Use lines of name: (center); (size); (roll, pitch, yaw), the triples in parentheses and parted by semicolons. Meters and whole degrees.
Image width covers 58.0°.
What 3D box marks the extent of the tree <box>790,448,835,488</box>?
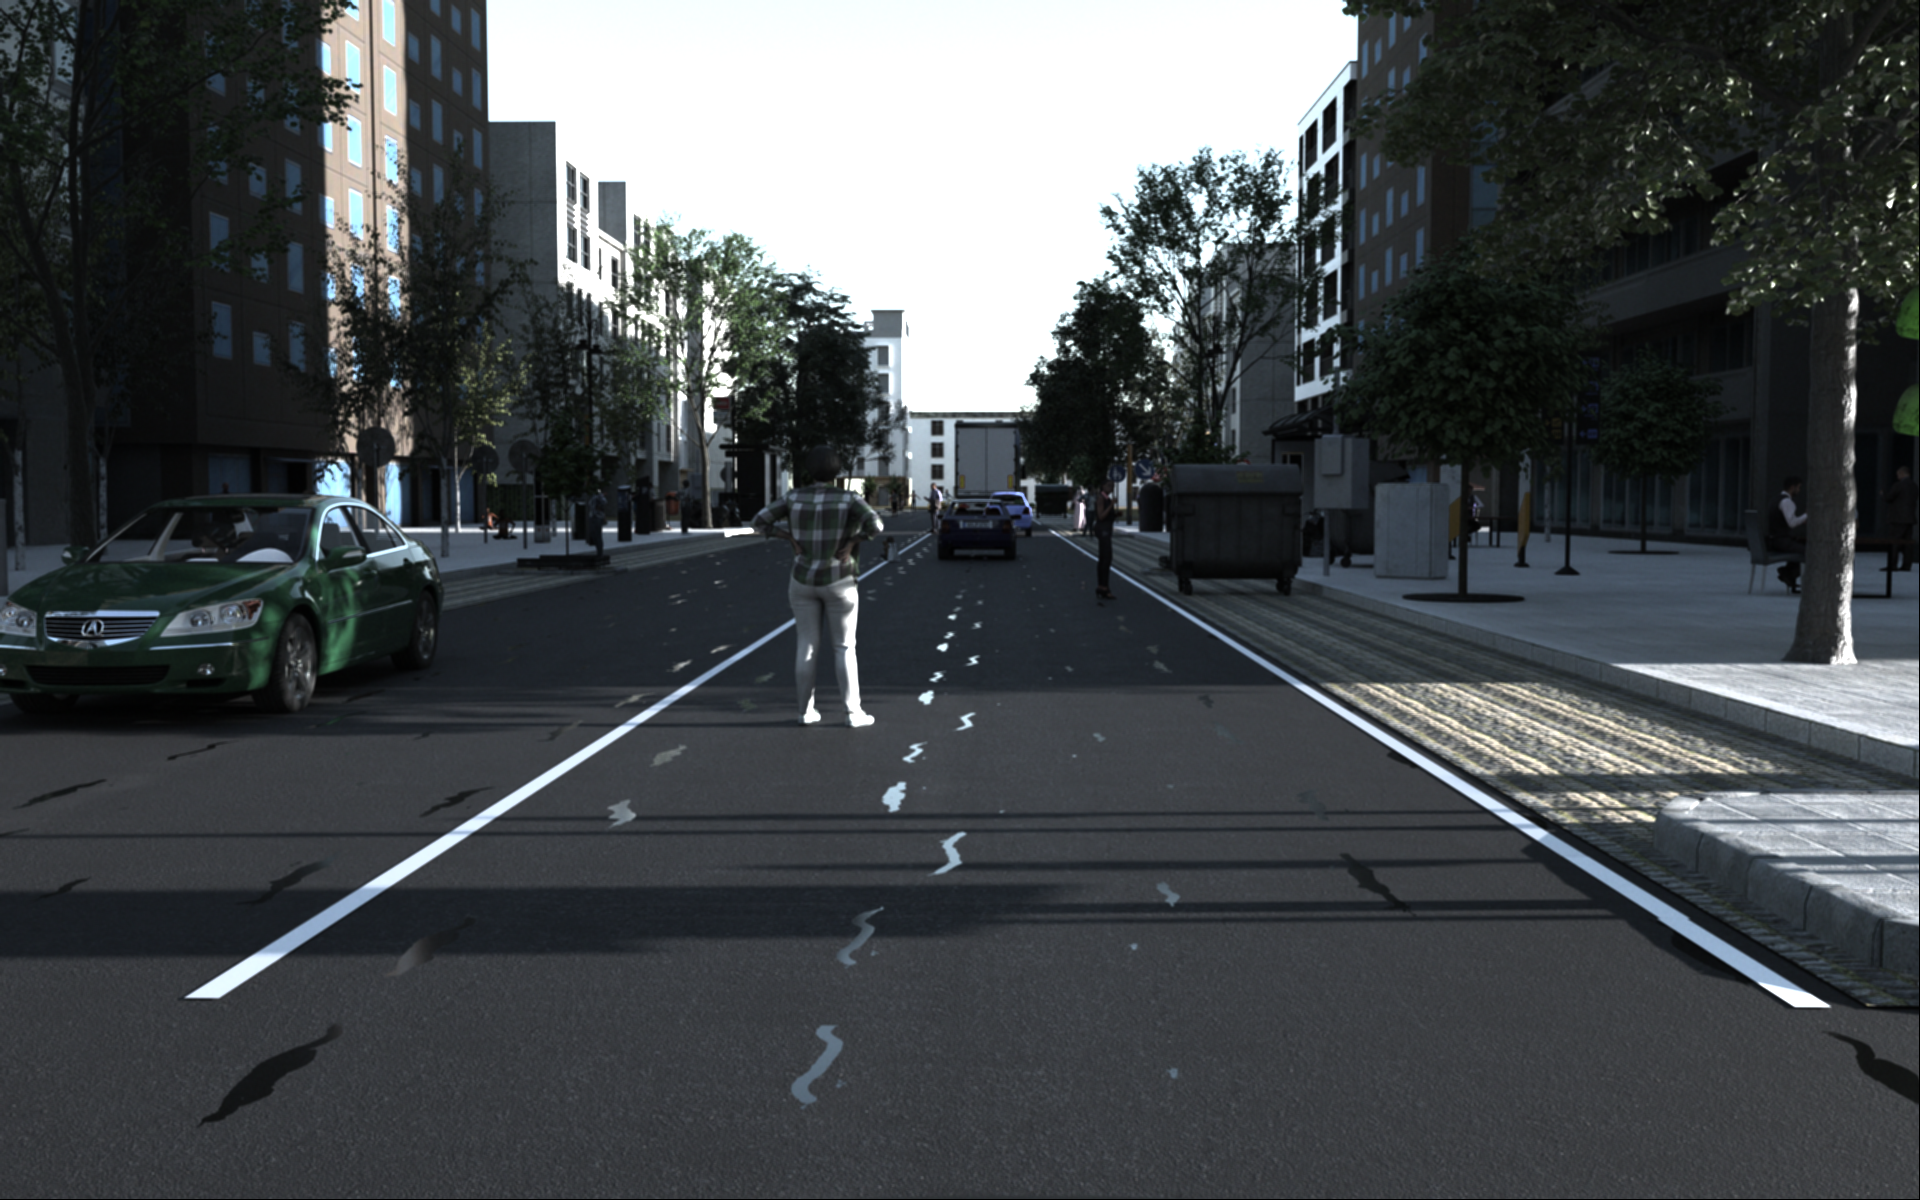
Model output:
tree: (-9.083, -7.629, 108.447); (4.285, 4.588, 4.351); (0, 3, 0)

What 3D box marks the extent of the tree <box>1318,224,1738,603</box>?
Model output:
tree: (6.204, -2.278, 20.965); (4.285, 4.588, 4.351); (0, 3, 0)

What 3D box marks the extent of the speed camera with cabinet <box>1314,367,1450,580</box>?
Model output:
speed camera with cabinet: (6.481, -1.976, 26.636); (2.038, 3.252, 0.660); (3, 5, 43)

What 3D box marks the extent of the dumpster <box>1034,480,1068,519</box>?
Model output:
dumpster: (5.339, -5.889, 101.240); (1.985, 2.255, 1.502); (0, 4, 1)

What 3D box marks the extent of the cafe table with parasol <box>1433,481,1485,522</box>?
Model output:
cafe table with parasol: (17.757, -3.524, 62.476); (2.610, 1.966, 2.610); (0, 4, -5)

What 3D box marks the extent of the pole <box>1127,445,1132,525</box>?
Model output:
pole: (7.009, -4.755, 71.591); (0.158, 3.312, 0.155); (0, 3, 0)

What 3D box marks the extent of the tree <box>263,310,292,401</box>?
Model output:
tree: (-17.704, -6.108, 50.227); (4.360, 8.622, 3.978); (0, 3, 0)

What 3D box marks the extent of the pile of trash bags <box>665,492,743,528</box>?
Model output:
pile of trash bags: (-10.077, -3.515, 67.220); (3.447, 1.369, 1.912); (2, 4, 31)

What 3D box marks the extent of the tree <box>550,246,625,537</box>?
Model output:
tree: (-12.235, -6.229, 52.201); (4.360, 8.622, 3.978); (0, 3, 0)

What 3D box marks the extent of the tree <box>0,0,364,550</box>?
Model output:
tree: (-11.024, -5.847, 21.347); (9.928, 11.665, 9.643); (0, 3, 0)

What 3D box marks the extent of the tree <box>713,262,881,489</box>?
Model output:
tree: (-8.926, -11.446, 93.799); (9.857, 13.997, 8.962); (0, 3, 0)

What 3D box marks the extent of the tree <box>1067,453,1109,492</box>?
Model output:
tree: (9.300, -8.617, 124.608); (4.285, 4.588, 4.351); (0, 3, 0)

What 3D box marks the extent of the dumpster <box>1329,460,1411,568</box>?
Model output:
dumpster: (7.227, -1.527, 30.730); (1.264, 1.857, 1.865); (0, 4, 1)

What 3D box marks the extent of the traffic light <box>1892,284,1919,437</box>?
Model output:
traffic light: (3.730, -1.043, 5.970); (0.839, 4.253, 0.868); (0, 4, 1)

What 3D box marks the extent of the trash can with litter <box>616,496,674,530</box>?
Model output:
trash can with litter: (-11.127, -3.082, 61.446); (2.233, 1.210, 1.678); (-1, 4, -21)

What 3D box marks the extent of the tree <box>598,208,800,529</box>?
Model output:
tree: (-9.486, -8.439, 63.736); (9.928, 11.665, 9.643); (0, 3, 0)

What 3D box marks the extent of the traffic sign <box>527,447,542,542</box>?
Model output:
traffic sign: (-11.346, -2.822, 46.239); (0.768, 2.556, 0.104); (1, 4, 8)

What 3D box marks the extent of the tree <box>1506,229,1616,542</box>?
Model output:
tree: (15.482, -5.851, 46.025); (4.737, 8.622, 4.395); (0, 3, 0)

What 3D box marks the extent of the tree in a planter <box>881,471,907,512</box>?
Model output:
tree in a planter: (-5.164, -8.468, 135.676); (1.991, 3.239, 1.994); (0, 4, 1)

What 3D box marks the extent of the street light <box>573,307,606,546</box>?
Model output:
street light: (-9.153, -4.290, 42.932); (0.468, 5.910, 1.993); (0, 4, 1)

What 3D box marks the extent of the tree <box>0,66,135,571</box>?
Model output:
tree: (-16.017, -4.796, 28.777); (4.737, 8.622, 4.395); (0, 3, 0)

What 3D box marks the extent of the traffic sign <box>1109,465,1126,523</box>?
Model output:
traffic sign: (6.911, -4.646, 76.075); (0.768, 2.556, 0.104); (0, 4, 7)

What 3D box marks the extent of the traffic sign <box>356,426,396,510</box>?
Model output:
traffic sign: (-11.009, -1.990, 32.647); (0.768, 2.556, 0.104); (0, 4, 5)

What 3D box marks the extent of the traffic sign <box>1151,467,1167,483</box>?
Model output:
traffic sign: (8.252, -4.401, 72.066); (0.768, 2.556, 0.104); (1, 4, 10)

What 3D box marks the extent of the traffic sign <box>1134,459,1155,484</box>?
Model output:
traffic sign: (6.685, -3.823, 62.614); (0.768, 2.556, 0.104); (0, 4, 8)

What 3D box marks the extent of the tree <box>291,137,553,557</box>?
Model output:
tree: (-10.733, -5.177, 35.001); (4.360, 8.622, 3.978); (0, 3, 0)

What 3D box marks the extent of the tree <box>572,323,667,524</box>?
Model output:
tree: (-14.231, -7.534, 73.537); (4.737, 8.622, 4.395); (0, 3, 0)

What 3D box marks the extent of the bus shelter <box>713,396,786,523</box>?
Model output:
bus shelter: (-9.015, -5.889, 73.913); (2.179, 5.291, 8.768); (0, 4, 1)

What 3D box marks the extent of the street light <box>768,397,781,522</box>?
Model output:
street light: (-8.528, -6.521, 79.413); (0.468, 5.910, 1.993); (0, 4, 1)

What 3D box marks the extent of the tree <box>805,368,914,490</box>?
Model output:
tree: (-7.550, -11.314, 119.391); (7.601, 10.594, 8.767); (3, 4, 36)

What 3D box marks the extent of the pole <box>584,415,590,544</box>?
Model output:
pole: (-9.560, -3.105, 44.605); (0.158, 3.312, 0.155); (0, 3, 0)

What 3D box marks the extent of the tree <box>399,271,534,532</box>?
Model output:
tree: (-16.636, -6.572, 57.813); (4.737, 8.622, 4.395); (0, 3, 0)

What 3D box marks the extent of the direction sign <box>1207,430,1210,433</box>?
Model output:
direction sign: (8.688, -4.165, 60.093); (0.379, 3.537, 0.876); (2, 4, 35)

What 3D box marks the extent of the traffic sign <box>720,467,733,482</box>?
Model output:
traffic sign: (-10.612, -4.849, 79.384); (0.768, 2.556, 0.104); (0, 4, 4)

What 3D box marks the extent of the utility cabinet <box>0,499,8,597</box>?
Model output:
utility cabinet: (-12.511, -0.648, 21.752); (1.020, 1.237, 0.306); (1, 4, 12)

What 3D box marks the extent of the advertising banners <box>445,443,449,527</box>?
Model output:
advertising banners: (-12.226, -2.750, 41.156); (0.090, 3.025, 2.074); (-1, 4, -15)

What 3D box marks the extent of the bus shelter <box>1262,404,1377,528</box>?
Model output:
bus shelter: (8.604, -2.892, 41.212); (2.014, 3.302, 5.546); (0, 4, 1)

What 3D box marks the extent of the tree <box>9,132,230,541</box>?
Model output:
tree: (-17.782, -5.245, 36.122); (4.360, 8.622, 3.978); (0, 3, 0)

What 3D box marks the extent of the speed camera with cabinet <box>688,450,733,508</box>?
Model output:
speed camera with cabinet: (-11.163, -5.105, 77.805); (2.038, 3.252, 0.660); (-1, 4, -22)

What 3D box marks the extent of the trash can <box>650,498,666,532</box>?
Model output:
trash can: (-10.347, -2.887, 58.850); (0.748, 1.137, 0.748); (0, 3, 0)

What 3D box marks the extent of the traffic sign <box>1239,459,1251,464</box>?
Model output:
traffic sign: (10.084, -3.784, 61.972); (0.768, 2.556, 0.104); (1, 4, 10)

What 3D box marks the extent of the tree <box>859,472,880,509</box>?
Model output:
tree: (-8.040, -9.692, 153.067); (1.663, 3.219, 1.824); (0, 3, 0)

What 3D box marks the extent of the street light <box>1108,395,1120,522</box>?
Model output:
street light: (7.155, -6.601, 80.715); (0.468, 5.910, 1.993); (0, 4, 1)

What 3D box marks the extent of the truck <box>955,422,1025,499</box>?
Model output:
truck: (1.289, -5.147, 73.071); (2.839, 4.237, 11.283); (0, 4, 3)

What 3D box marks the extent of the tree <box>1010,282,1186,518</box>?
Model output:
tree: (7.541, -10.677, 91.578); (9.611, 12.733, 9.660); (0, 3, 0)

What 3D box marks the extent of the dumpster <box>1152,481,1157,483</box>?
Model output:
dumpster: (9.149, -4.595, 77.626); (1.502, 2.255, 1.985); (0, 4, 1)

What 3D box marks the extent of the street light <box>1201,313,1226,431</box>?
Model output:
street light: (6.460, -4.370, 44.235); (0.468, 5.910, 1.993); (0, 4, 1)

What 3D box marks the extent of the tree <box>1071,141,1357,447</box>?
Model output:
tree: (7.273, -7.622, 50.368); (9.928, 11.665, 9.643); (0, 3, 0)

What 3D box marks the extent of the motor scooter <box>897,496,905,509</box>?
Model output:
motor scooter: (-5.176, -8.546, 152.501); (0.815, 1.314, 1.986); (0, 4, 1)

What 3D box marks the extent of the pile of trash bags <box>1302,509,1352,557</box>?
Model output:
pile of trash bags: (7.644, -1.589, 35.740); (3.447, 1.369, 1.912); (3, 5, 44)

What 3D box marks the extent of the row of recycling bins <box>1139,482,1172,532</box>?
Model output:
row of recycling bins: (7.885, -3.173, 58.995); (3.534, 1.692, 1.069); (0, 4, 2)

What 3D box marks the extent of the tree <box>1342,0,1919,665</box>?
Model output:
tree: (6.672, -5.822, 13.323); (7.486, 12.596, 7.792); (0, 3, 0)

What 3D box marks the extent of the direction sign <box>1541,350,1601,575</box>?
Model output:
direction sign: (9.671, -2.170, 27.479); (0.876, 3.537, 0.379); (2, 4, 24)

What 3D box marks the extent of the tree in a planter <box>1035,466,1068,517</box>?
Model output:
tree in a planter: (5.666, -6.763, 107.791); (1.991, 3.239, 1.994); (0, 4, 1)

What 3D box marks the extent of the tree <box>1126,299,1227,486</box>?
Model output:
tree: (8.086, -7.082, 66.148); (4.360, 8.622, 3.978); (0, 3, 0)

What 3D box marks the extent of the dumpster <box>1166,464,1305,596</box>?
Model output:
dumpster: (3.914, -1.010, 24.733); (1.865, 1.857, 1.264); (0, 4, 3)

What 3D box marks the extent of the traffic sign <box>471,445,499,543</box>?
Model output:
traffic sign: (-12.407, -2.760, 45.236); (0.768, 2.556, 0.104); (0, 4, 7)

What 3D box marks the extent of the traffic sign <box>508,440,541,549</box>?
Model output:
traffic sign: (-10.177, -2.469, 40.473); (0.768, 2.556, 0.104); (0, 4, 4)

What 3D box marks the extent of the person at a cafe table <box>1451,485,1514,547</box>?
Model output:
person at a cafe table: (12.443, -2.063, 42.243); (1.698, 1.524, 1.622); (0, 4, 3)

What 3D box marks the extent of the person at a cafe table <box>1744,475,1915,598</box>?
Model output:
person at a cafe table: (10.808, -0.816, 21.862); (1.622, 1.524, 1.698); (0, 4, 3)
